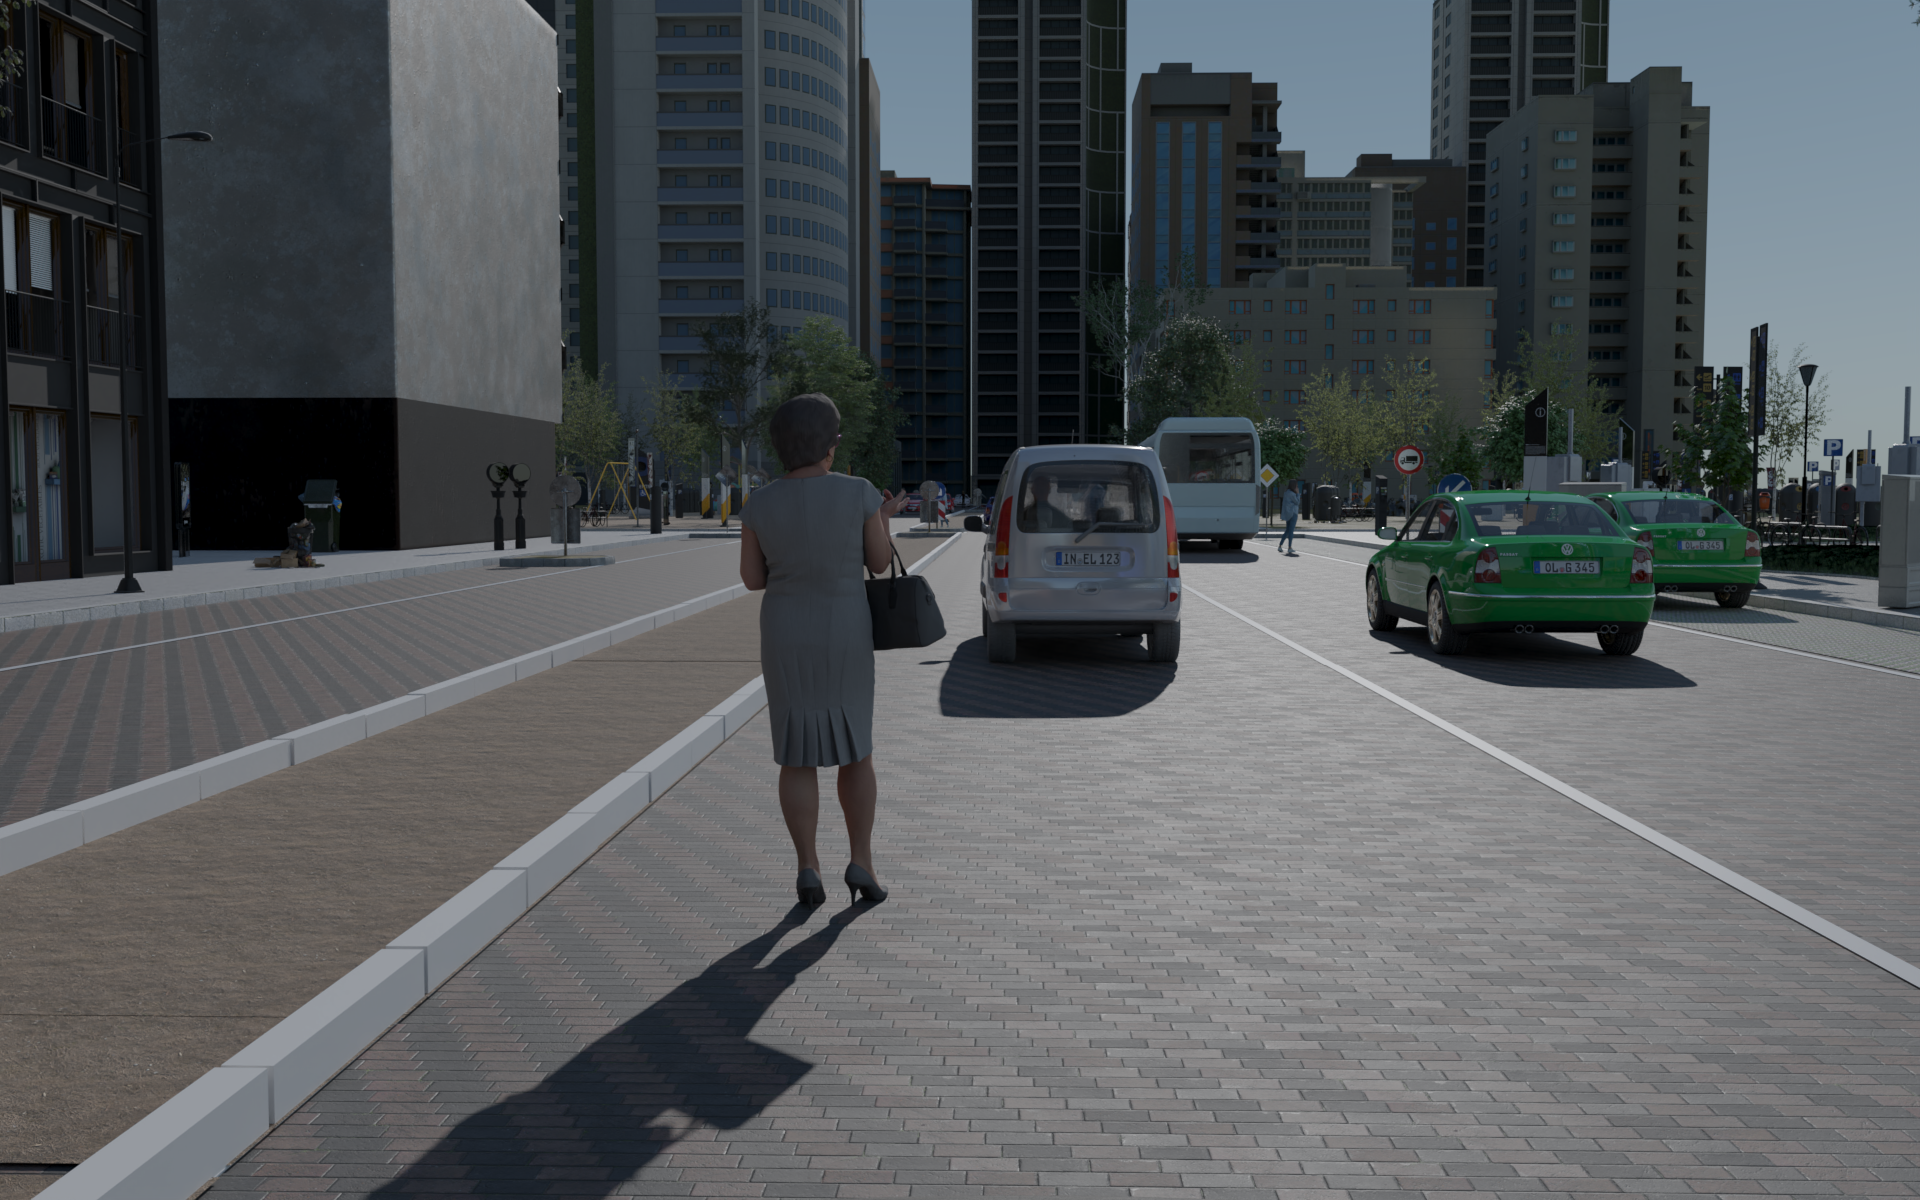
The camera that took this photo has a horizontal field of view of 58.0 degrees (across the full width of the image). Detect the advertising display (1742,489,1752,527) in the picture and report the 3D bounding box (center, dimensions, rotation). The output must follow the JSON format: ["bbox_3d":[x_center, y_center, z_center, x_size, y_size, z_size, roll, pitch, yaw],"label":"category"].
[{"bbox_3d":[29.915,-3.699,65.684,0.974,1.923,0.123,-3,4,-37],"label":"advertising display"}]

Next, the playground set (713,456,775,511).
[{"bbox_3d":[-16.970,-8.828,131.118,5.637,4.214,5.302,0,4,1],"label":"playground set"}]

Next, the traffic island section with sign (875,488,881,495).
[{"bbox_3d":[-5.657,-6.669,117.661,1.989,1.847,2.006,0,4,2],"label":"traffic island section with sign"}]

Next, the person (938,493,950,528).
[{"bbox_3d":[-0.712,-3.866,71.976,0.793,1.790,0.793,2,4,28],"label":"person"}]

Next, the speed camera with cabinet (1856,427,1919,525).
[{"bbox_3d":[28.766,-3.610,53.357,2.038,3.252,0.660,2,4,29],"label":"speed camera with cabinet"}]

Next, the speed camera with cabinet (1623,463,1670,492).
[{"bbox_3d":[20.137,-3.505,51.641,2.038,3.252,0.660,-1,4,-16],"label":"speed camera with cabinet"}]

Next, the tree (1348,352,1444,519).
[{"bbox_3d":[22.793,-8.479,88.987,4.360,8.622,3.978,0,3,0],"label":"tree"}]

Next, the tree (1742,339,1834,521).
[{"bbox_3d":[39.366,-8.110,82.966,4.360,8.622,3.978,0,3,0],"label":"tree"}]

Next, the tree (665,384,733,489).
[{"bbox_3d":[-16.866,-10.027,114.299,4.737,8.622,4.395,0,3,0],"label":"tree"}]

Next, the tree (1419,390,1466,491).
[{"bbox_3d":[34.454,-10.587,123.456,4.737,8.622,4.395,0,3,0],"label":"tree"}]

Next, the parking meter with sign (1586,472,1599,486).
[{"bbox_3d":[50.144,-8.567,136.332,0.543,3.016,1.738,-3,4,-36],"label":"parking meter with sign"}]

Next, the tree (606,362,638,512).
[{"bbox_3d":[-19.511,-8.594,90.878,4.360,8.622,3.978,0,3,0],"label":"tree"}]

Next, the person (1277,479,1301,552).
[{"bbox_3d":[8.098,-2.071,42.631,0.793,1.790,0.793,3,5,43],"label":"person"}]

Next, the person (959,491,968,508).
[{"bbox_3d":[0.395,-10.391,178.909,1.217,1.766,0.721,3,5,41],"label":"person"}]

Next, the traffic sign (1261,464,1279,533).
[{"bbox_3d":[10.097,-3.264,57.006,0.795,2.450,0.064,0,4,2],"label":"traffic sign"}]

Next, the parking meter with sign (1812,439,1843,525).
[{"bbox_3d":[27.864,-3.629,55.598,0.543,3.016,1.738,1,4,18],"label":"parking meter with sign"}]

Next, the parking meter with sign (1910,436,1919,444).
[{"bbox_3d":[28.466,-3.370,51.363,0.543,3.016,1.738,2,4,25],"label":"parking meter with sign"}]

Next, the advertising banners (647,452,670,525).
[{"bbox_3d":[-12.554,-4.639,72.043,0.090,3.025,2.074,-2,4,-35],"label":"advertising banners"}]

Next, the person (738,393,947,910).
[{"bbox_3d":[-0.402,0.169,6.093,0.716,1.782,0.532,0,4,3],"label":"person"}]

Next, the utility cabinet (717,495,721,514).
[{"bbox_3d":[-14.773,-5.988,109.073,1.020,1.237,0.306,1,4,15],"label":"utility cabinet"}]

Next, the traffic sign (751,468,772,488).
[{"bbox_3d":[-7.502,-3.785,65.535,0.795,2.450,0.064,0,4,2],"label":"traffic sign"}]

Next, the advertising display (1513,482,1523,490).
[{"bbox_3d":[30.222,-5.387,93.284,0.974,1.923,0.123,-1,4,-21],"label":"advertising display"}]

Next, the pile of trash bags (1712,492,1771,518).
[{"bbox_3d":[42.196,-5.164,94.190,3.447,1.369,1.912,1,4,21],"label":"pile of trash bags"}]

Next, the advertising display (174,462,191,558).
[{"bbox_3d":[-15.872,-1.846,35.389,0.123,1.923,0.974,-1,4,-15],"label":"advertising display"}]

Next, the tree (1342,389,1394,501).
[{"bbox_3d":[28.582,-10.521,122.381,4.737,8.622,4.395,0,3,0],"label":"tree"}]

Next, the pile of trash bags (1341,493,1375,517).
[{"bbox_3d":[21.255,-5.220,95.100,3.447,1.369,1.912,-2,4,-27],"label":"pile of trash bags"}]

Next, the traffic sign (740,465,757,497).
[{"bbox_3d":[-9.233,-4.623,75.689,0.768,2.556,0.104,0,4,6],"label":"traffic sign"}]

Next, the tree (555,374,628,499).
[{"bbox_3d":[-22.143,-9.507,105.795,4.737,8.622,4.395,0,3,0],"label":"tree"}]

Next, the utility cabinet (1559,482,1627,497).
[{"bbox_3d":[11.965,-1.476,32.814,1.173,1.500,0.318,3,4,39],"label":"utility cabinet"}]

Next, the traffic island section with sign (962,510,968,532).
[{"bbox_3d":[-0.828,-3.481,65.055,2.006,1.907,1.989,0,4,2],"label":"traffic island section with sign"}]

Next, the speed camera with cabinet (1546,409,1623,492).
[{"bbox_3d":[14.616,-2.840,40.770,2.038,3.252,0.660,-2,4,-35],"label":"speed camera with cabinet"}]

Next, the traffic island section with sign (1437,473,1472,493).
[{"bbox_3d":[9.449,-1.561,34.158,1.989,1.847,2.006,0,4,2],"label":"traffic island section with sign"}]

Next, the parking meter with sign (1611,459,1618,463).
[{"bbox_3d":[32.217,-5.422,84.908,0.543,3.016,1.738,1,4,19],"label":"parking meter with sign"}]

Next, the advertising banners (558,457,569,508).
[{"bbox_3d":[-18.748,-5.233,81.746,0.090,3.025,2.074,-1,4,-22],"label":"advertising banners"}]

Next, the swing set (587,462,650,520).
[{"bbox_3d":[-16.925,-5.419,86.222,2.862,2.851,3.119,1,4,12],"label":"swing set"}]

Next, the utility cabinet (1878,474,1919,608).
[{"bbox_3d":[10.824,-0.672,19.673,1.173,1.500,0.318,-3,5,-44],"label":"utility cabinet"}]

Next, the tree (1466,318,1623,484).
[{"bbox_3d":[24.852,-7.506,73.082,4.737,8.622,4.395,0,3,0],"label":"tree"}]

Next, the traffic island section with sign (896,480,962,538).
[{"bbox_3d":[-1.057,-3.028,57.651,2.006,1.907,1.989,0,4,2],"label":"traffic island section with sign"}]

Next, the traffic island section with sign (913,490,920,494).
[{"bbox_3d":[-4.177,-9.705,167.302,1.989,1.847,2.006,0,4,2],"label":"traffic island section with sign"}]

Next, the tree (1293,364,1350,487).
[{"bbox_3d":[21.094,-9.084,98.887,4.360,8.622,3.978,0,3,0],"label":"tree"}]

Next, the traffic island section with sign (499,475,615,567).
[{"bbox_3d":[-8.100,-1.624,35.173,1.989,1.847,2.006,0,4,2],"label":"traffic island section with sign"}]

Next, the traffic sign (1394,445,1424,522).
[{"bbox_3d":[11.660,-2.748,45.043,0.768,2.556,0.104,1,4,9],"label":"traffic sign"}]

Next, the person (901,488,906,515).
[{"bbox_3d":[-3.910,-6.718,118.149,0.447,1.846,0.655,0,4,8],"label":"person"}]

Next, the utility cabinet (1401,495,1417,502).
[{"bbox_3d":[30.884,-6.606,119.165,1.020,1.237,0.306,0,4,3],"label":"utility cabinet"}]

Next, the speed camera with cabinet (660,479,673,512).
[{"bbox_3d":[-18.529,-6.792,105.392,2.038,3.252,0.660,1,4,10],"label":"speed camera with cabinet"}]

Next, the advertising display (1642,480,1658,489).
[{"bbox_3d":[32.025,-4.589,80.238,0.123,1.923,0.974,-2,4,-31],"label":"advertising display"}]

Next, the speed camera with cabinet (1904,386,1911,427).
[{"bbox_3d":[17.770,-2.259,31.277,0.660,3.252,2.038,-1,4,-16],"label":"speed camera with cabinet"}]

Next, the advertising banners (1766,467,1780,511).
[{"bbox_3d":[53.366,-7.103,112.323,2.074,3.025,0.090,2,4,31],"label":"advertising banners"}]

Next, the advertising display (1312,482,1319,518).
[{"bbox_3d":[19.402,-5.486,94.913,0.123,1.923,0.974,0,4,4],"label":"advertising display"}]

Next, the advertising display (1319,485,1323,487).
[{"bbox_3d":[24.549,-6.877,117.652,0.974,1.923,0.123,-3,5,-41],"label":"advertising display"}]

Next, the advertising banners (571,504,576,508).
[{"bbox_3d":[-30.681,-8.497,135.107,2.074,3.025,0.090,3,4,37],"label":"advertising banners"}]

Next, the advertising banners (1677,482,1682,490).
[{"bbox_3d":[44.606,-6.715,105.975,2.074,3.025,0.090,-1,4,-21],"label":"advertising banners"}]

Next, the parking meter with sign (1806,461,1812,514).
[{"bbox_3d":[43.615,-5.599,87.797,0.543,3.016,1.738,-2,4,-24],"label":"parking meter with sign"}]

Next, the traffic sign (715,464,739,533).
[{"bbox_3d":[-7.738,-3.297,57.553,0.795,2.450,0.064,0,4,2],"label":"traffic sign"}]

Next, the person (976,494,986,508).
[{"bbox_3d":[2.095,-10.197,176.006,1.217,1.735,0.721,0,4,6],"label":"person"}]

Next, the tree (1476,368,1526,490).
[{"bbox_3d":[31.785,-9.183,100.498,4.360,8.622,3.978,0,3,0],"label":"tree"}]

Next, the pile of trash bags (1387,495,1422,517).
[{"bbox_3d":[26.192,-5.463,99.070,3.447,1.369,1.912,0,4,-2],"label":"pile of trash bags"}]
